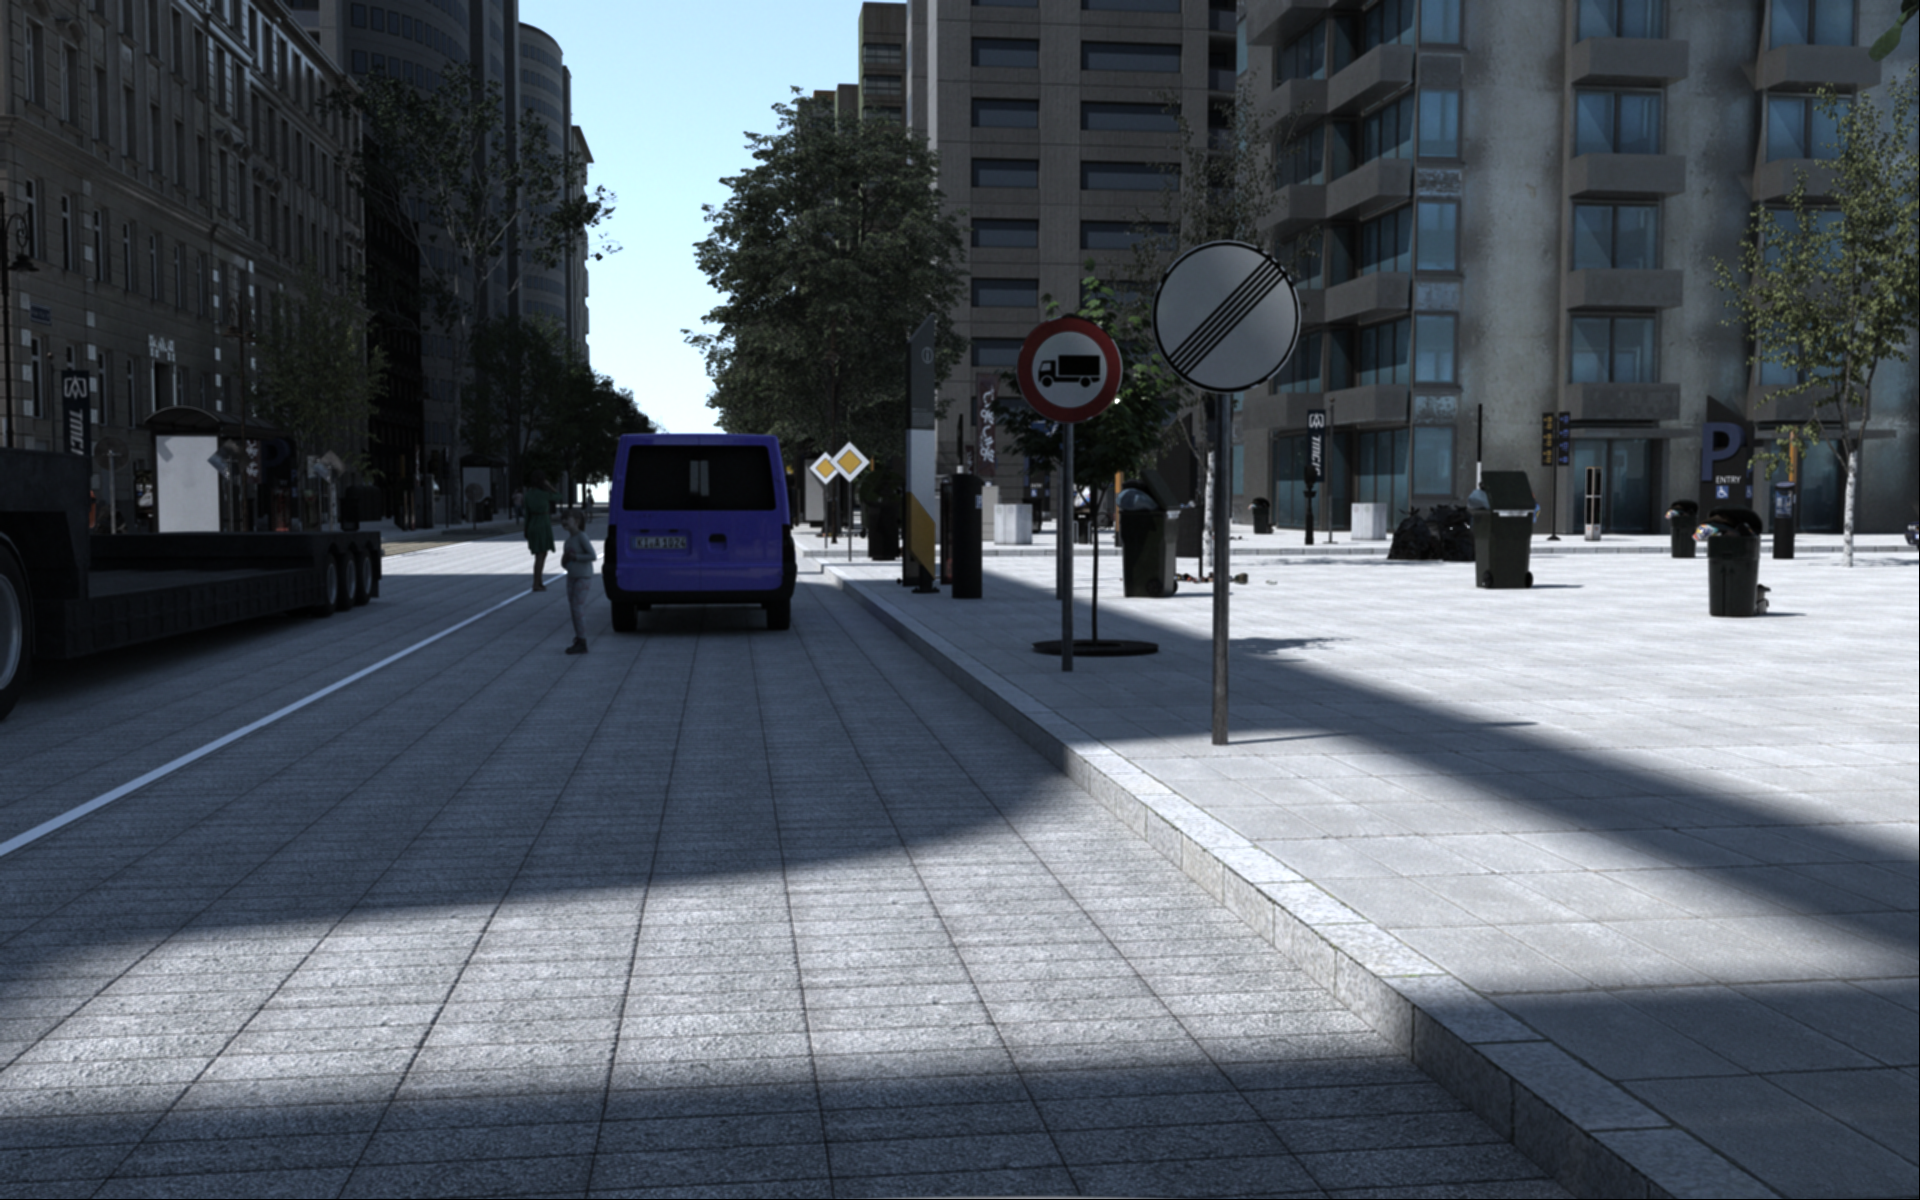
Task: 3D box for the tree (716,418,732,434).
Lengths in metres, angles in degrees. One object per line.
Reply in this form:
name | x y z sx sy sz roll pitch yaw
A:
tree | -20.300 -16.482 179.847 12.009 13.543 11.850 0 3 0

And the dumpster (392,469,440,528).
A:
dumpster | -20.705 -3.879 65.917 1.502 2.255 1.985 0 4 -8

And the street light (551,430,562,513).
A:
street light | -25.866 -8.420 110.451 0.468 5.910 1.993 0 4 -8

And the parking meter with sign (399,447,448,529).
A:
parking meter with sign | -19.999 -4.179 64.586 1.738 3.016 0.543 -1 4 -9

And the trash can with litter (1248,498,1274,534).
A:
trash can with litter | 9.737 -2.719 55.851 0.624 1.170 1.055 2 4 27

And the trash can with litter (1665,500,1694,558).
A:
trash can with litter | 14.583 -1.445 35.012 0.624 1.170 1.055 1 4 22

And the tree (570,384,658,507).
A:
tree | -35.421 -15.931 177.476 9.611 12.733 9.660 0 3 0

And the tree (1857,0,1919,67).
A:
tree | 3.211 -1.180 3.008 4.285 4.588 4.351 0 3 0

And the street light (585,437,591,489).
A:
street light | -29.706 -10.148 138.708 0.468 5.910 1.993 0 4 -8

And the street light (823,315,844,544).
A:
street light | -3.268 -4.406 44.819 0.468 5.910 1.993 0 4 -8

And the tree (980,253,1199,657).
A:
tree | 0.971 -1.193 14.109 1.663 3.219 1.824 0 3 0

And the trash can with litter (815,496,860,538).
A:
trash can with litter | -3.577 -2.513 52.140 1.678 1.210 2.233 2 4 26

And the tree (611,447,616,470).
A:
tree | -36.718 -14.592 188.944 4.360 8.622 3.978 0 3 0

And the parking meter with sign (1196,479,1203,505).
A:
parking meter with sign | 12.027 -5.626 88.242 1.738 3.016 0.543 0 4 8

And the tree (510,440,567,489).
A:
tree | -25.494 -7.400 104.709 4.285 4.588 4.351 0 3 0

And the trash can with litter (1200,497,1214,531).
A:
trash can with litter | 8.786 -2.971 59.963 0.624 1.170 1.055 -2 4 -34

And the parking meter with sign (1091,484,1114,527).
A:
parking meter with sign | 5.594 -4.321 66.906 0.543 3.016 1.738 -3 4 -38

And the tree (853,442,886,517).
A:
tree | -5.526 -7.051 99.003 4.285 4.588 4.351 0 3 0

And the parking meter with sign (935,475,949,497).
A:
parking meter with sign | -0.817 -4.483 69.566 1.738 3.016 0.543 3 5 44

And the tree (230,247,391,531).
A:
tree | -18.716 -6.182 51.438 4.737 8.622 4.395 0 3 0

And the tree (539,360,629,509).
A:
tree | -32.044 -13.998 146.999 7.486 12.596 7.792 0 3 0

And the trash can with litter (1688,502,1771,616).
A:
trash can with litter | 8.220 -0.428 18.383 0.624 1.170 1.055 3 4 37

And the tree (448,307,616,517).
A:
tree | -24.688 -10.472 96.973 9.928 11.665 9.643 0 3 0

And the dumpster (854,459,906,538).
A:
dumpster | -2.210 -2.875 49.499 1.502 2.255 1.985 0 4 -8

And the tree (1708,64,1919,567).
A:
tree | 15.608 -4.896 30.410 4.737 8.622 4.395 0 3 0

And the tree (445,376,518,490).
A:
tree | -30.066 -9.693 108.842 4.737 8.622 4.395 0 3 0

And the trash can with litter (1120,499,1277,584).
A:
trash can with litter | 3.562 -0.869 25.270 1.678 1.210 2.233 -3 5 -44

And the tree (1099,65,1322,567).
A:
tree | 4.401 -4.907 30.600 4.360 8.622 3.978 0 3 0

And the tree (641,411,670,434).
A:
tree | -46.533 -21.160 256.335 12.009 13.543 11.850 0 3 0

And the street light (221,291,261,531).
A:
street light | -16.357 -4.082 39.529 0.468 5.910 1.993 0 4 -8

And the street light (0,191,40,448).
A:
street light | -14.638 -3.294 26.640 0.468 5.910 1.993 0 4 -8

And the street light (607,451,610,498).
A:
street light | -32.786 -11.565 161.873 0.468 5.910 1.993 0 4 -8

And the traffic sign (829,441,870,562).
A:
traffic sign | -2.090 -1.784 32.806 0.795 2.450 0.064 0 4 -8

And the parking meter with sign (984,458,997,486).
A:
parking meter with sign | 1.376 -5.261 82.278 0.543 3.016 1.738 1 4 10

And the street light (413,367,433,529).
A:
street light | -19.580 -5.533 63.249 0.468 5.910 1.993 0 4 -8

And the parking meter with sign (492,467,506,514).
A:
parking meter with sign | -30.236 -7.075 111.936 1.738 3.016 0.543 0 4 5

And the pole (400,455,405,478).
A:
pole | -29.578 -5.993 91.824 0.158 3.312 0.155 0 3 0

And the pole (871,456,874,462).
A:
pole | -4.664 -6.018 92.241 0.158 3.312 0.155 0 3 0

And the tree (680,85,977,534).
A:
tree | -4.046 -9.113 55.649 9.857 13.997 8.962 0 3 0

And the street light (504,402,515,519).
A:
street light | -22.712 -7.004 87.297 0.468 5.910 1.993 0 4 -8

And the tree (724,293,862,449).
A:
tree | -7.998 -9.759 85.308 9.928 11.665 9.643 0 3 0

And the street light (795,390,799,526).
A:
street light | -6.475 -5.854 68.495 0.468 5.910 1.993 0 4 -8

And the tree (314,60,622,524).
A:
tree | -20.569 -13.343 74.045 12.611 20.169 13.585 0 3 0

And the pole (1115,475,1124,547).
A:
pole | 3.835 -2.922 41.611 0.158 3.312 0.155 0 3 0

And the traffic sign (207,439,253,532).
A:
traffic sign | -13.188 -1.694 31.339 0.795 2.450 0.064 0 4 -8

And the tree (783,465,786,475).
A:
tree | -10.275 -6.196 95.910 1.663 3.219 1.824 0 3 0

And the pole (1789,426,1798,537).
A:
pole | 24.926 -3.548 51.847 0.158 3.312 0.155 0 3 0

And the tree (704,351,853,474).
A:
tree | -10.772 -11.540 105.687 9.611 12.733 9.660 0 3 0

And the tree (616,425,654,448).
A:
tree | -40.077 -16.901 210.750 8.767 10.594 7.601 3 5 40
